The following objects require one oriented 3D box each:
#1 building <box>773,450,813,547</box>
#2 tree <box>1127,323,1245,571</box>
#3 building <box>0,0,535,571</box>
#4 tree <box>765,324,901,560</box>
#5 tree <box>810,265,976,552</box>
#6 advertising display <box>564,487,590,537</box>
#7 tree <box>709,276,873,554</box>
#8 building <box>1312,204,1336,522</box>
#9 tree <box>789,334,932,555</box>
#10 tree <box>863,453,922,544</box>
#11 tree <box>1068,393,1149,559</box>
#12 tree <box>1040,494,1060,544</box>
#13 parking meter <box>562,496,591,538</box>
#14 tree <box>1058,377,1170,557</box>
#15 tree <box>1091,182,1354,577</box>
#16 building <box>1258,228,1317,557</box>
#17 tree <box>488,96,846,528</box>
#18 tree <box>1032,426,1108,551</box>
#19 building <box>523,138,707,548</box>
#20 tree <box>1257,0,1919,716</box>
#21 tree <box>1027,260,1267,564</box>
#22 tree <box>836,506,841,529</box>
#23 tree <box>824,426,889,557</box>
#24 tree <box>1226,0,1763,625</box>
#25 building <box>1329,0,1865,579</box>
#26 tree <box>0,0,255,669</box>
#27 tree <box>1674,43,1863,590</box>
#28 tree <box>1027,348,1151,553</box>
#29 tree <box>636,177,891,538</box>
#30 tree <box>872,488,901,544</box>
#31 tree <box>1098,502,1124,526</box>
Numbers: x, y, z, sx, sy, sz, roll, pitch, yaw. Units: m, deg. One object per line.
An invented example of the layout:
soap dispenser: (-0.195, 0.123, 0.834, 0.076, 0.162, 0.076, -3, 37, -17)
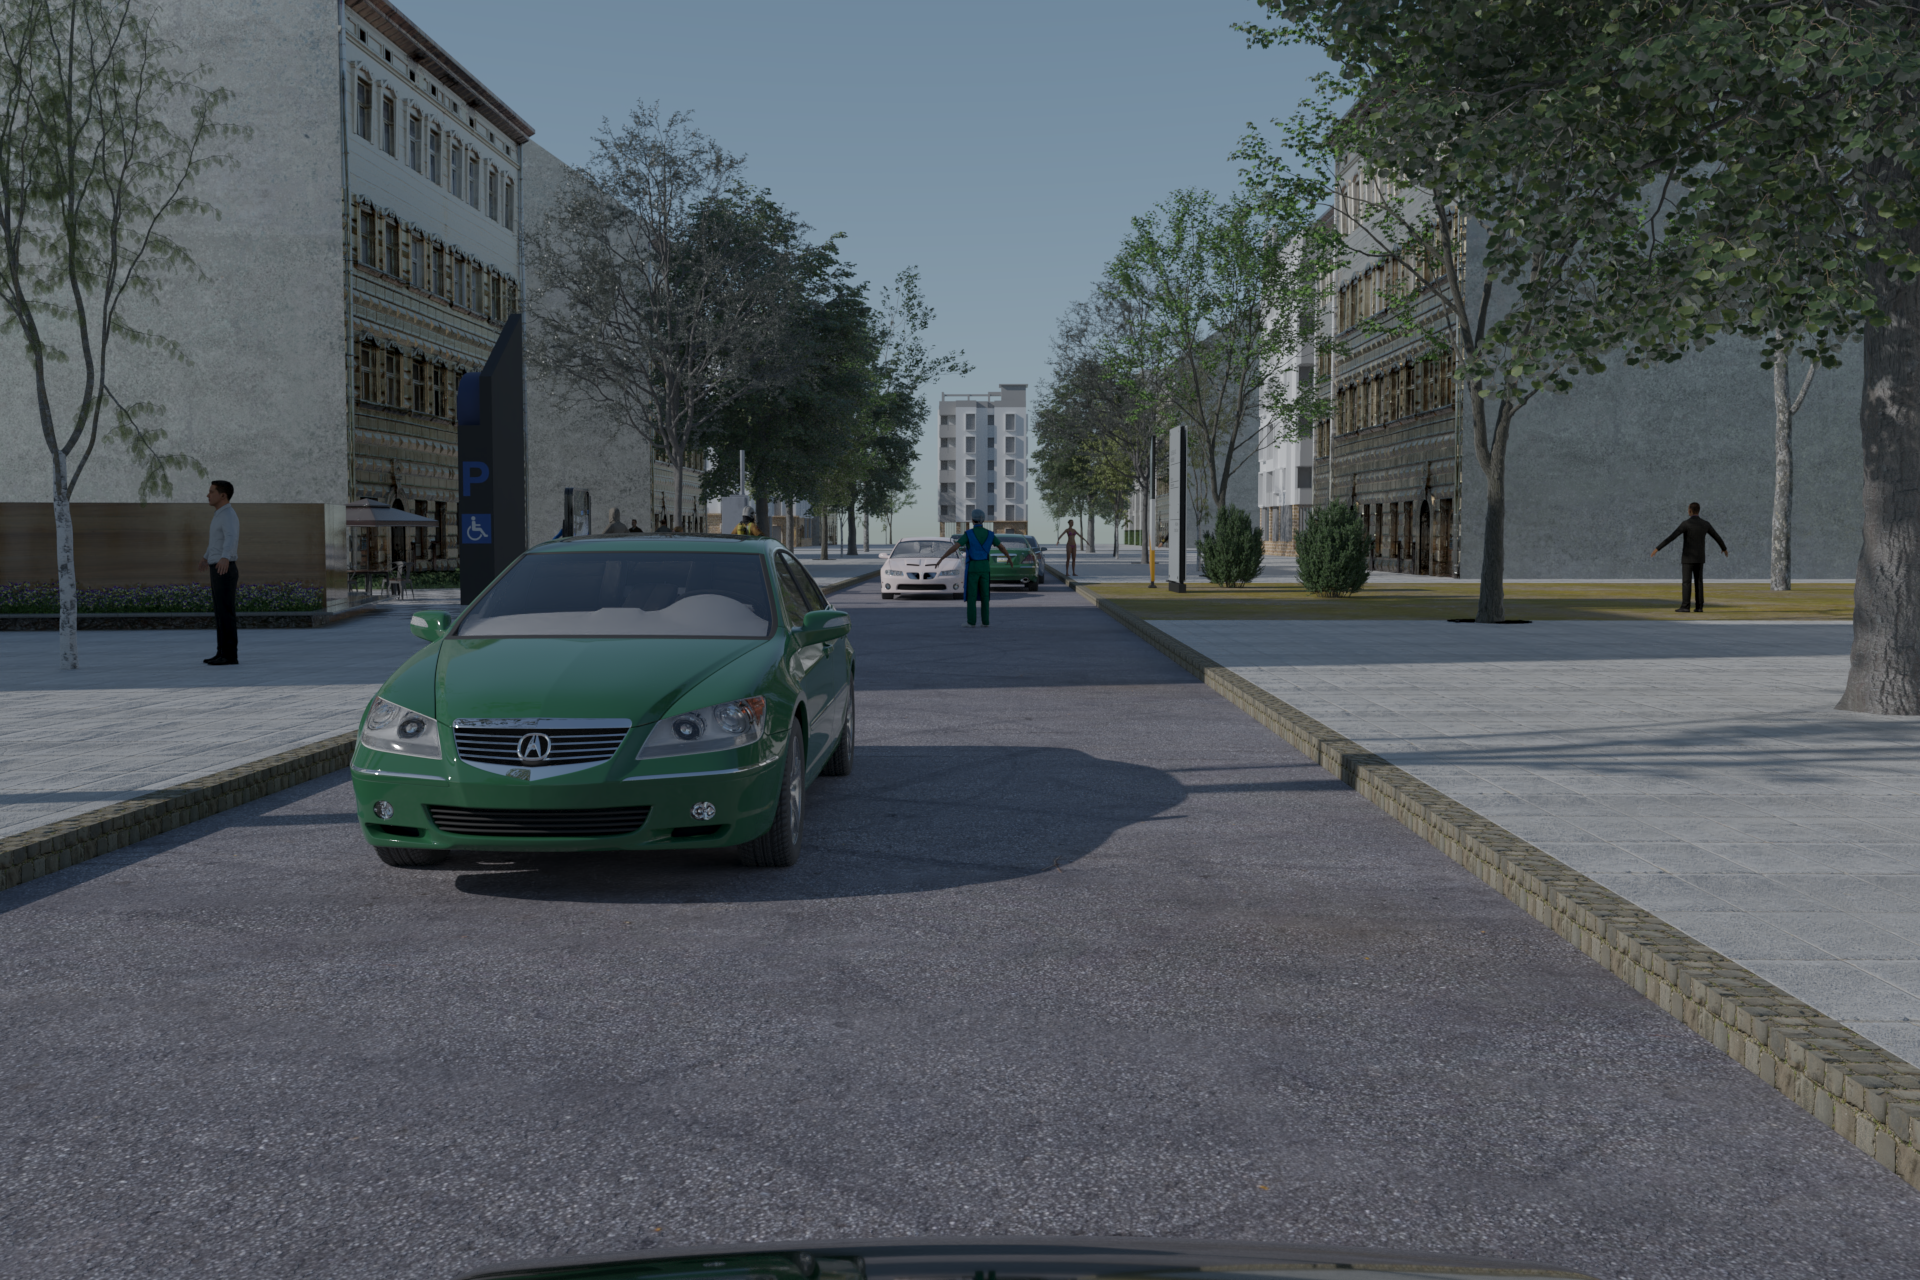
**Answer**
building: (-20.939, -19.318, 172.275, 16.016, 20.090, 11.380, 0, 4, 1)
tree: (8.476, -6.688, 59.709, 4.360, 8.622, 3.978, 0, 3, 0)
building: (-25.805, -13.781, 56.255, 19.493, 23.208, 18.063, 0, 4, 1)
tree: (-6.552, -9.732, 84.876, 9.928, 11.665, 9.643, 0, 3, 0)
tree: (-5.727, -16.283, 122.116, 12.611, 20.169, 13.585, 0, 3, 0)
advertising display: (-5.376, -1.172, 24.375, 0.123, 1.923, 0.974, 0, 4, 2)
tree: (-7.812, -9.603, 75.140, 7.486, 12.596, 7.792, 0, 3, 0)
building: (26.800, -15.055, 77.080, 19.493, 23.208, 18.063, 0, 4, 1)
tree: (-6.573, -12.120, 104.817, 9.857, 13.997, 8.962, 0, 3, 0)
tree: (-8.826, -17.781, 216.473, 9.928, 11.665, 9.643, 0, 3, 0)
tree: (7.875, -8.440, 88.350, 4.737, 8.622, 4.395, 0, 3, 0)
tree: (12.632, -16.413, 218.712, 4.360, 8.622, 3.978, 0, 3, 0)
parking meter: (-5.864, -1.274, 26.534, 0.399, 1.863, 0.255, 0, 4, 3)
tree: (9.146, -10.017, 98.194, 7.601, 10.594, 8.767, -1, 4, -23)
tree: (7.735, -7.690, 51.480, 9.928, 11.665, 9.643, 0, 3, 0)
building: (23.783, -15.337, 107.178, 16.016, 20.090, 11.380, 0, 4, 1)
tree: (-8.047, -8.474, 48.926, 12.009, 13.543, 11.850, 0, 3, 0)
tree: (8.949, -12.035, 131.179, 7.601, 10.594, 8.767, -1, 4, -22)
building: (-24.655, -16.177, 95.417, 19.493, 23.208, 18.063, 0, 4, 0)
tree: (6.692, -6.446, 12.046, 9.857, 13.997, 8.962, 0, 3, 0)
tree: (8.013, -10.061, 74.875, 12.009, 13.543, 11.850, 0, 3, 0)
tree: (-16.322, -16.753, 224.277, 4.737, 8.622, 4.395, 0, 3, 0)
tree: (-6.676, -8.897, 95.830, 4.360, 8.622, 3.978, 0, 3, 0)
tree: (7.577, -6.040, 24.513, 9.928, 11.665, 9.643, 0, 3, 0)
building: (23.536, -13.865, 57.621, 19.493, 23.208, 18.063, 0, 4, 1)
tree: (-8.450, -4.042, 16.454, 4.360, 8.622, 3.978, 0, 3, 0)
tree: (17.669, -11.129, 37.844, 12.611, 20.169, 13.585, 0, 3, 0)
tree: (8.898, -12.956, 118.492, 9.857, 13.997, 8.962, 0, 3, 0)
tree: (-7.100, -9.520, 62.314, 9.857, 13.997, 8.962, 0, 3, 0)
tree: (-9.805, -16.752, 224.256, 4.737, 8.622, 4.395, 0, 3, 0)
tree: (21.208, -18.923, 216.042, 9.857, 13.997, 8.962, 0, 3, 0)
